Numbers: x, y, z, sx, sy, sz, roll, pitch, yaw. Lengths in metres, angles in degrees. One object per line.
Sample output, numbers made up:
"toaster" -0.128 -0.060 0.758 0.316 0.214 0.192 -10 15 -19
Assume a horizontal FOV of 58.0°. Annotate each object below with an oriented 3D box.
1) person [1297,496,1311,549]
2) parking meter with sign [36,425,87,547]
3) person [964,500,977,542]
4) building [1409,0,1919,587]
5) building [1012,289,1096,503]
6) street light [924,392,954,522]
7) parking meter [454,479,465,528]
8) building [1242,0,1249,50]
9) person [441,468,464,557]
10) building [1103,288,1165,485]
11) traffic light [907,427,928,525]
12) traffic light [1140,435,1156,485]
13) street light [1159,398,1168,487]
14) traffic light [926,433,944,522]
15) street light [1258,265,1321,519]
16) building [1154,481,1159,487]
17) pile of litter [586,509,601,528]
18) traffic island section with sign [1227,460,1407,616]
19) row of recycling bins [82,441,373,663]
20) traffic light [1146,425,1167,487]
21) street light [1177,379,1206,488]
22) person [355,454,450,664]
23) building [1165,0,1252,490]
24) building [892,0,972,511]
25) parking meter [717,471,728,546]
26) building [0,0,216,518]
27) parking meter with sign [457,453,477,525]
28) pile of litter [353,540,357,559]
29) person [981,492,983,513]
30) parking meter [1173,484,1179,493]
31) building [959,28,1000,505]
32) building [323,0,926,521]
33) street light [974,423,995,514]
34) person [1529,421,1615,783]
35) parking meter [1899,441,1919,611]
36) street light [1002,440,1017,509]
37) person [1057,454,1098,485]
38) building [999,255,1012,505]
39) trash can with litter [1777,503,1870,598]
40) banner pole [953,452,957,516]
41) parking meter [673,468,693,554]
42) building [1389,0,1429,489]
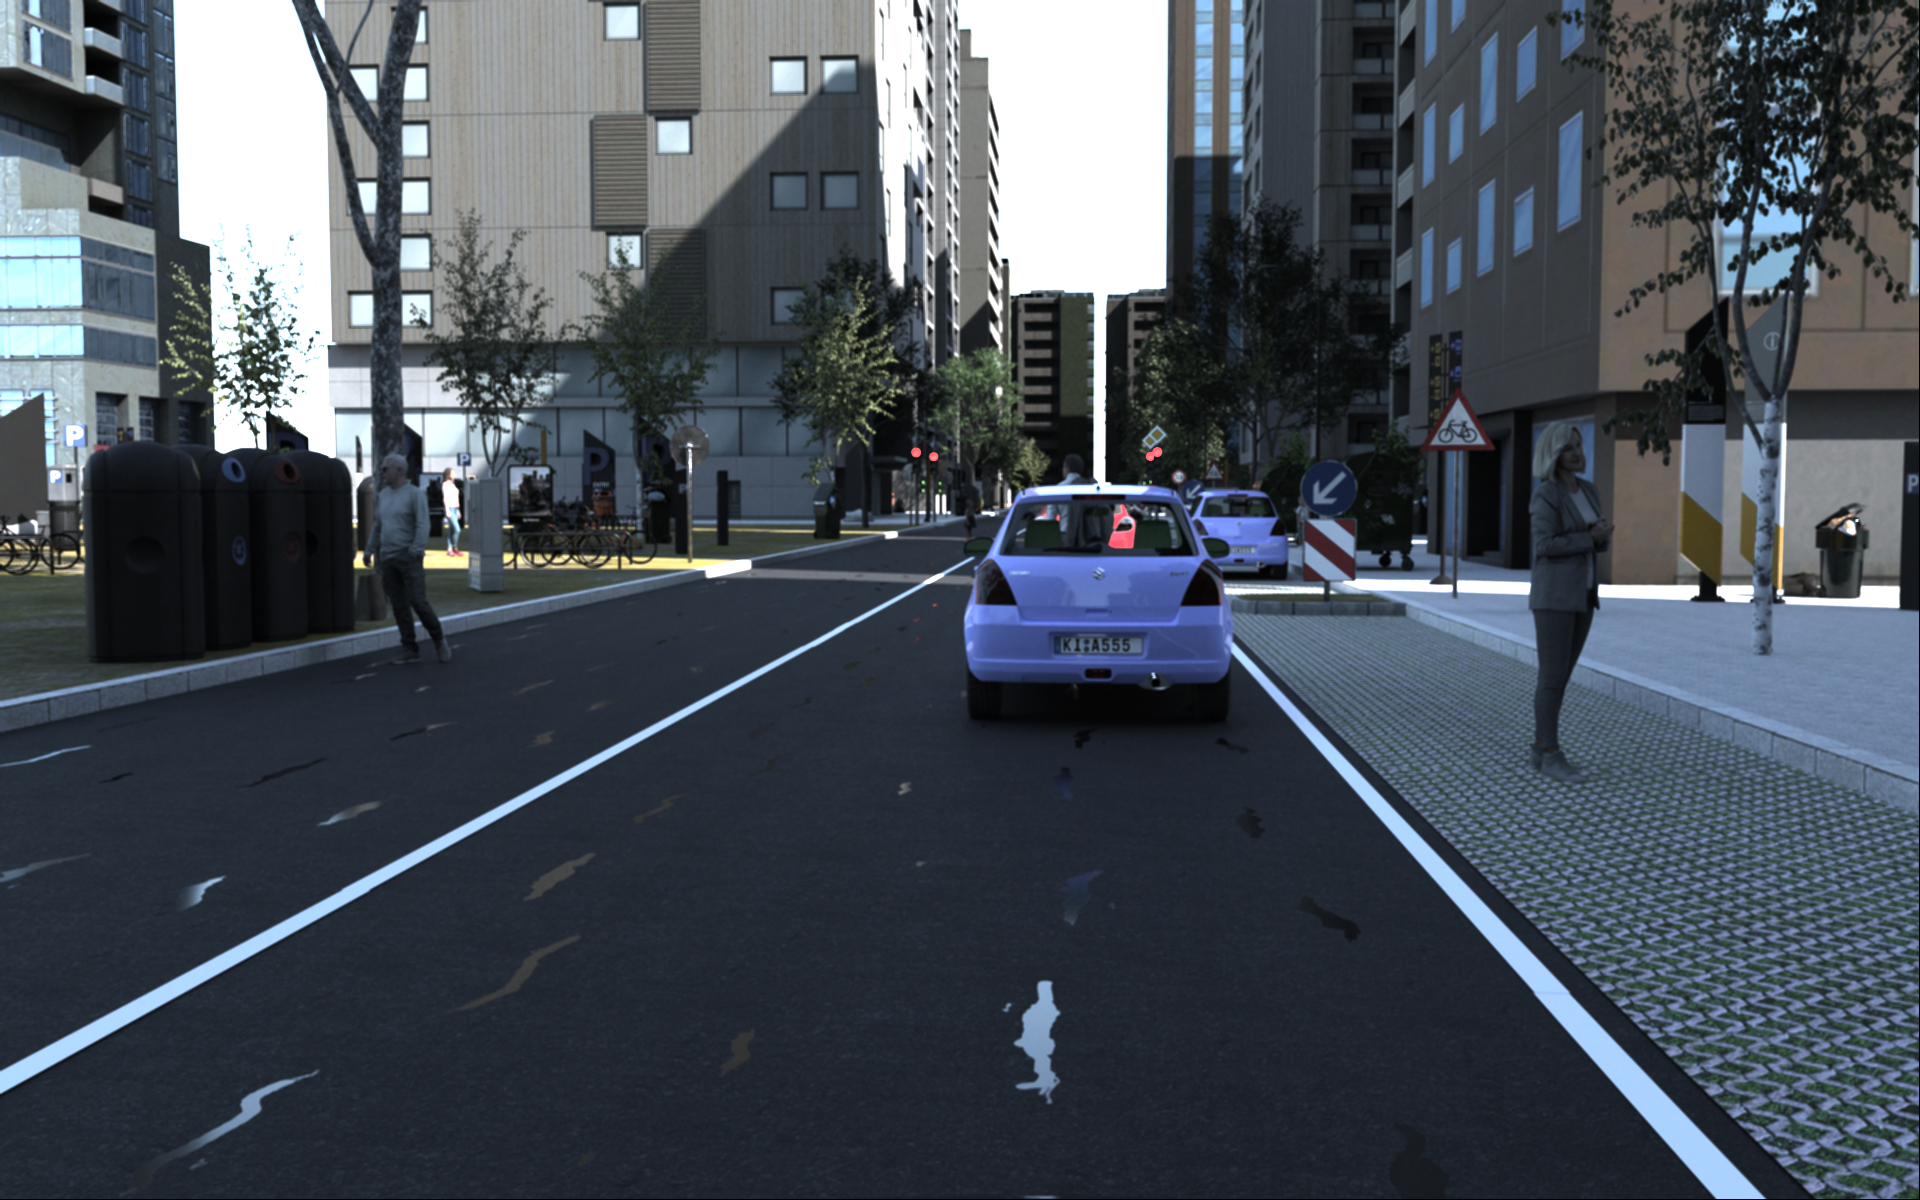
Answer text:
"person" 7.992 -1.805 40.238 0.332 1.250 0.352 2 4 25
"parking meter with sign" -22.321 -2.859 43.001 0.543 3.016 1.738 0 4 -2
"person" 0.317 -2.360 51.751 0.362 1.253 0.373 -3 5 -43
"building" 16.165 -23.177 29.060 14.600 45.320 14.200 0 4 4
"building" 12.326 -29.085 247.244 14.107 30.474 14.160 0 4 4
"street light" -0.966 -6.519 79.120 1.470 5.913 1.316 0 4 4
"parking meter" -18.755 -3.618 64.860 0.255 1.863 0.399 -3 5 -41
"building" 21.523 -24.592 85.671 14.086 41.232 14.154 0 4 4
"person" -10.418 -1.801 35.495 0.388 1.821 0.555 0 4 -3
"building" 27.513 -29.003 245.894 14.107 30.474 14.160 0 4 4
"traffic light" -1.751 -5.026 71.103 0.839 4.253 0.868 0 4 4
"traffic light" 8.586 -5.470 78.348 0.839 4.253 0.868 0 4 4
"street light" 10.477 -6.798 83.690 1.470 5.913 1.316 0 4 4
"traffic light" -1.149 -5.513 79.066 0.839 4.253 0.868 0 4 4
"street light" 6.742 -3.836 35.264 1.470 5.913 1.316 0 4 4
"building" 40.170 -31.829 212.290 32.217 40.220 23.993 0 4 4
"pile of litter" -14.549 -3.205 66.367 1.719 0.858 1.176 -1 4 -18
"traffic island section with sign" 4.304 -0.770 21.223 1.989 1.847 2.006 0 4 4
"row of recycling bins" -6.271 -0.471 14.808 1.069 1.692 3.534 0 4 5
"traffic light" 7.983 -4.983 70.386 0.839 4.253 0.868 0 4 4
"street light" 9.367 -5.958 69.949 1.470 5.913 1.316 0 4 4
"person" -4.779 -0.352 14.746 0.782 1.767 0.515 2 4 27
"building" 23.517 -29.782 137.049 14.600 45.320 14.200 0 4 4
"building" -8.405 -44.386 163.958 20.563 71.187 20.611 0 4 4
"parking meter" -5.927 -2.294 43.221 0.255 1.863 0.399 -1 4 -12
"building" -58.740 -47.849 95.005 31.000 86.520 22.319 0 4 4
"parking meter with sign" -20.629 -4.685 72.867 0.543 3.016 1.738 -2 4 -30
"pile of litter" -12.155 -1.173 33.148 1.176 0.858 1.719 0 4 7
"person" 1.309 -6.800 117.468 0.529 1.795 0.600 0 4 6
"parking meter" 11.963 -5.511 95.811 0.399 1.863 0.255 3 5 41
"building" -6.933 -34.385 185.892 21.300 48.544 21.600 0 4 4
"building" -16.355 -30.945 95.193 28.713 52.752 27.495 0 4 4
"street light" 1.576 -8.640 113.805 1.470 5.913 1.316 0 4 4
"person" 3.134 -0.008 8.811 0.537 1.800 0.526 -2 4 -28
"parking meter" 10.598 -0.816 19.061 0.255 1.863 0.399 -1 4 -11
"street light" 4.214 -10.762 148.496 1.470 5.913 1.316 0 4 4
"person" 1.199 -0.529 17.254 0.679 1.850 0.850 0 4 -1
"building" -1.062 -27.475 220.922 14.107 30.474 14.160 0 4 4
"trash can with litter" 10.678 -0.618 21.489 0.624 1.170 1.055 -3 4 -37
"banner pole" -0.232 -6.871 102.352 0.401 3.779 0.863 0 4 -5
"parking meter" -5.929 -1.916 37.042 0.399 1.863 0.255 0 4 -6
"building" 26.330 -26.325 54.121 21.300 48.544 21.600 0 4 4
